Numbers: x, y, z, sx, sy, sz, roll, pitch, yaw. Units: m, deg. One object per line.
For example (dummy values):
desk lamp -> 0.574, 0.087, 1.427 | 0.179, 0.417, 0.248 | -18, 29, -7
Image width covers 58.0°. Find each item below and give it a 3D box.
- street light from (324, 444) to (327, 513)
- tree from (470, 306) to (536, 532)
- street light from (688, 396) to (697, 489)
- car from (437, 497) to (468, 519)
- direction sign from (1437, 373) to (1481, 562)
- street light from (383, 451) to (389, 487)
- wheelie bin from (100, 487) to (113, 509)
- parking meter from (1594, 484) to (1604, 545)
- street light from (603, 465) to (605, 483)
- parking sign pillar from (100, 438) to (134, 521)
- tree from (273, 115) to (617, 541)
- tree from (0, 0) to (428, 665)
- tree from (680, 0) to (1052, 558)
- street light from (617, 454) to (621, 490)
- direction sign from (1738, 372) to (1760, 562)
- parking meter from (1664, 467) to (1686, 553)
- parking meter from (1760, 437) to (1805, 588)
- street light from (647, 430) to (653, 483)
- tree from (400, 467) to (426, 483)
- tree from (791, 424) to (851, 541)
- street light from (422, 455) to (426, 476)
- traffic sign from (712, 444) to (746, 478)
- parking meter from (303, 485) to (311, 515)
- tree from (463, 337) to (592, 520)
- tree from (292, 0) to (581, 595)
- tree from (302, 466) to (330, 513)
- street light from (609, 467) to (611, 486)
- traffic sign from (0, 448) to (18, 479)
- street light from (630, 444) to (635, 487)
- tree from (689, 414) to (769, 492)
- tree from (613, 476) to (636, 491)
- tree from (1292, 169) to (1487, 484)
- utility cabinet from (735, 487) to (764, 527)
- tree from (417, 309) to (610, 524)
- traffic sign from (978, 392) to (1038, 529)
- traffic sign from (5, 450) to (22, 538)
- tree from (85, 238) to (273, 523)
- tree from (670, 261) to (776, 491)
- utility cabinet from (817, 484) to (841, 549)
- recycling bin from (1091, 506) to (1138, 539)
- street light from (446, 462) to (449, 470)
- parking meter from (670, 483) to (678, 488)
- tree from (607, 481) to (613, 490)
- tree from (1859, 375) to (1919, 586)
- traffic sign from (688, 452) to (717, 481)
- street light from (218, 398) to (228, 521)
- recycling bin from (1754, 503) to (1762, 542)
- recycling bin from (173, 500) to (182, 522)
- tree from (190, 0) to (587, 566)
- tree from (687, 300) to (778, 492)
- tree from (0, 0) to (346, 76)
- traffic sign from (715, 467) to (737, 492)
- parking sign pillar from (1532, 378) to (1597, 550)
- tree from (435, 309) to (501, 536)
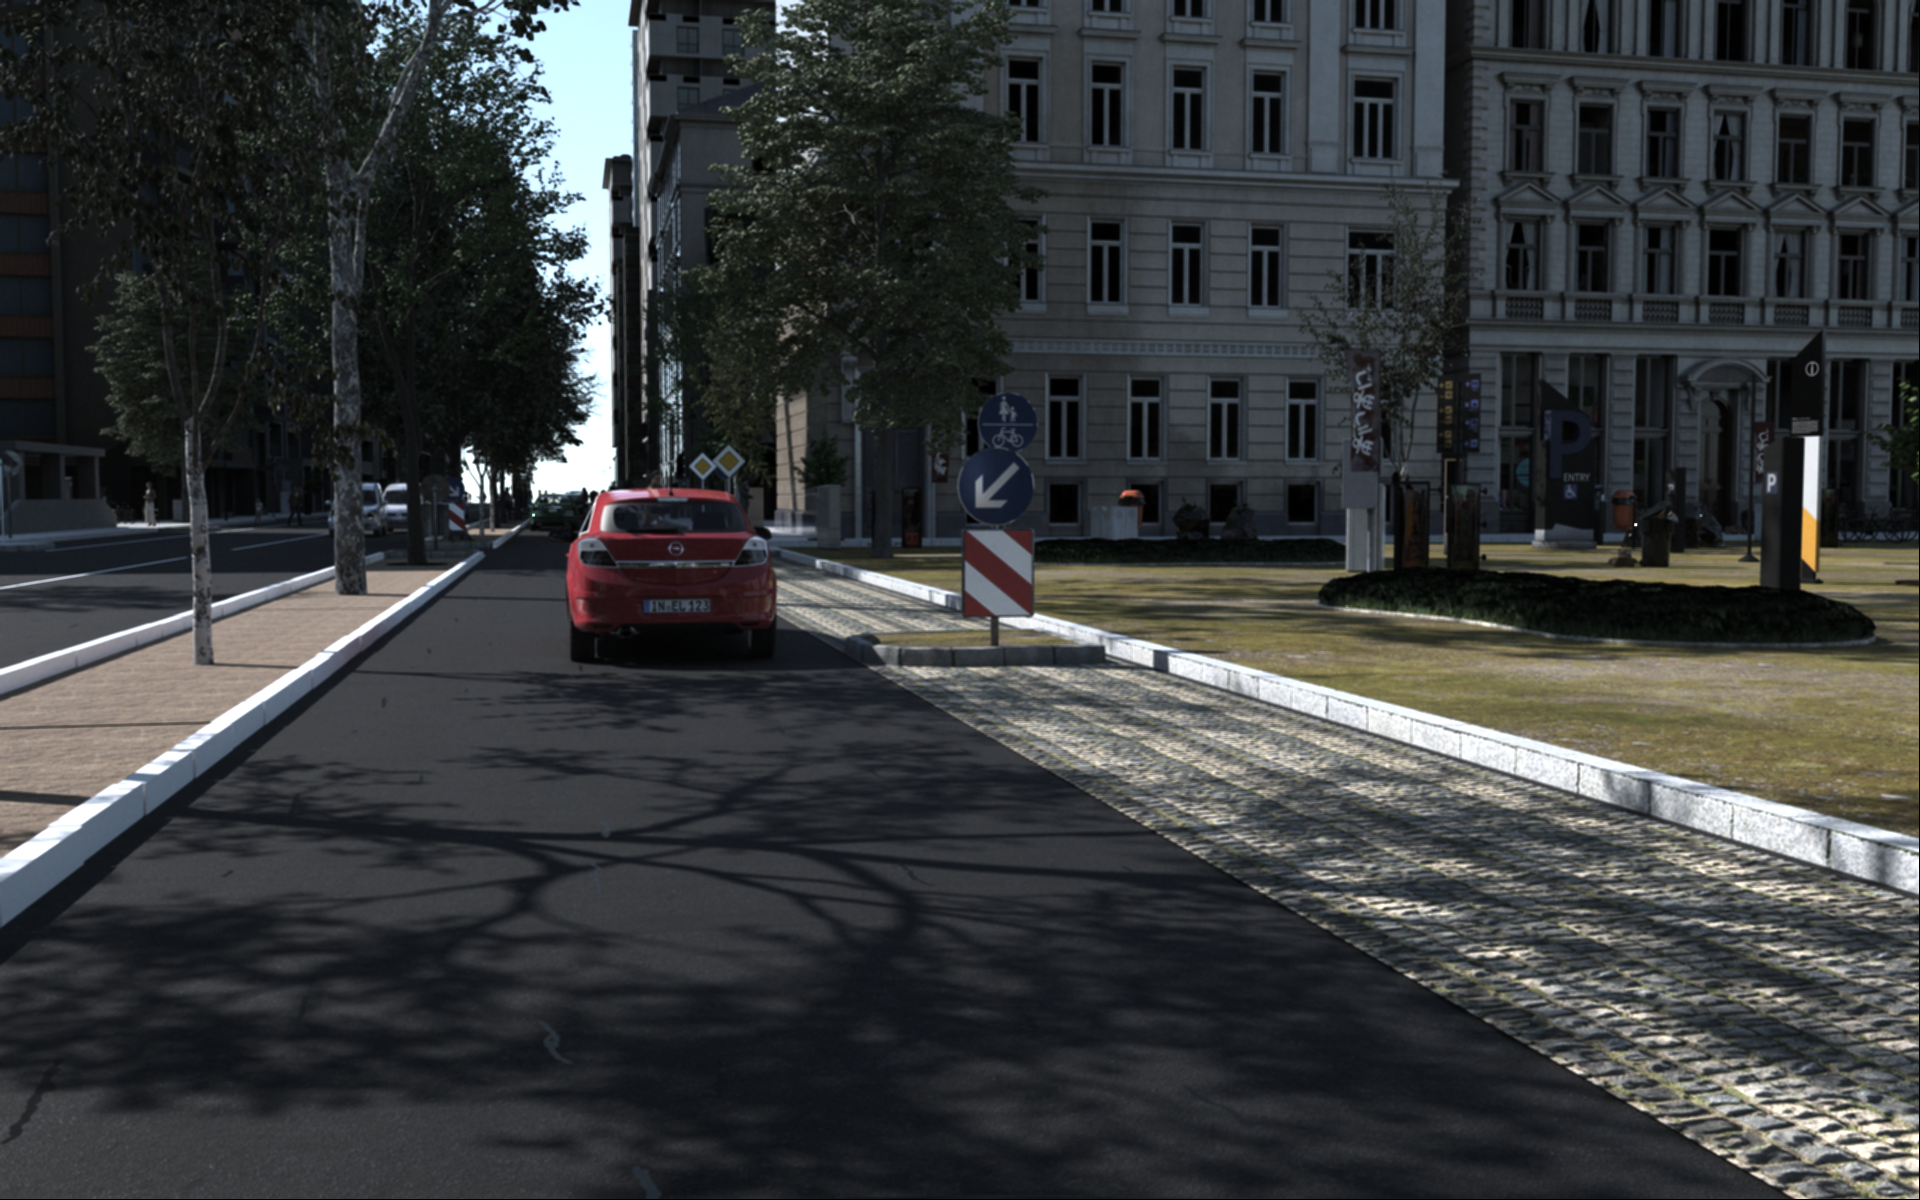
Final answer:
street light -> -43.517, -8.919, 118.610 | 0.468, 5.910, 1.993 | -1, 4, -13
tree -> -17.628, -6.865, 65.063 | 4.360, 8.622, 3.978 | 0, 3, 0
street light -> -12.581, -6.641, 81.364 | 0.468, 5.910, 1.993 | -1, 4, -13
car -> -29.399, -5.532, 100.032 | 1.945, 1.707, 3.694 | -1, 4, -11
direction sign -> 9.433, -2.497, 32.830 | 0.876, 3.537, 0.379 | 3, 5, 45
street light -> -52.550, -11.365, 158.599 | 0.468, 5.910, 1.993 | -1, 4, -13
wheelie bin -> -56.562, -6.487, 113.964 | 0.980, 1.594, 0.693 | 1, 4, 12
parking meter -> 16.072, -2.163, 43.772 | 0.372, 1.533, 0.369 | 0, 3, 0
street light -> -57.015, -18.616, 277.165 | 0.468, 5.910, 1.993 | -1, 4, -13
parking sign pillar -> -40.415, -5.778, 82.950 | 1.447, 3.967, 1.447 | -1, 4, -13
tree -> -15.162, -8.093, 51.792 | 9.611, 12.733, 9.660 | 0, 3, 0
tree -> -6.265, -3.742, 14.010 | 4.360, 8.622, 3.978 | 0, 3, 0
tree -> -1.766, -7.161, 35.208 | 7.486, 12.596, 7.792 | 0, 3, 0
street light -> -38.564, -13.645, 195.883 | 0.468, 5.910, 1.993 | -1, 4, -13
direction sign -> 14.948, -2.490, 32.709 | 0.379, 3.537, 0.876 | 2, 4, 26
parking meter -> 15.707, -1.979, 38.063 | 0.255, 1.863, 0.399 | -1, 4, -21
parking meter -> 8.510, -0.748, 17.946 | 0.255, 1.863, 0.399 | 0, 4, -4
street light -> -21.712, -9.095, 121.495 | 0.468, 5.910, 1.993 | -1, 4, -13
tree -> -60.427, -12.687, 191.149 | 4.285, 4.588, 4.351 | 0, 3, 0
tree -> -3.859, -3.263, 47.952 | 1.663, 3.219, 1.824 | 0, 3, 0
street light -> -61.864, -13.879, 199.713 | 0.468, 5.910, 1.993 | -1, 4, -13
traffic sign -> -5.355, -2.334, 40.345 | 0.795, 2.593, 0.064 | -1, 4, -13
parking meter -> -40.256, -6.184, 106.814 | 0.399, 1.863, 0.255 | 1, 4, 17
tree -> -23.903, -10.588, 93.703 | 7.486, 12.596, 7.792 | 0, 3, 0
tree -> -7.273, -10.096, 23.415 | 12.611, 20.169, 13.585 | 0, 3, 0
tree -> -43.426, -7.452, 116.443 | 1.663, 3.219, 1.824 | 0, 3, 0
street light -> -47.837, -16.154, 236.904 | 0.468, 5.910, 1.993 | -1, 4, -13
traffic sign -> -24.480, -2.571, 44.234 | 0.795, 2.593, 0.064 | -1, 4, -13
street light -> -29.409, -11.169, 155.405 | 0.468, 5.910, 1.993 | -1, 4, -13
tree -> -9.343, -5.303, 70.417 | 4.285, 4.588, 4.351 | 0, 3, 0
tree -> -32.374, -10.630, 168.401 | 1.663, 3.219, 1.824 | 0, 3, 0
tree -> 10.066, -5.469, 39.779 | 4.360, 8.622, 3.978 | 0, 3, 0
utility cabinet -> -6.963, -2.968, 57.206 | 0.318, 1.500, 1.173 | 2, 4, 31
tree -> -22.272, -10.467, 83.965 | 12.009, 13.543, 11.850 | 0, 3, 0
traffic sign -> 0.590, -1.325, 21.767 | 0.768, 2.556, 0.104 | -1, 4, -10
traffic sign -> -27.610, -3.068, 50.276 | 0.768, 2.556, 0.104 | 0, 4, -4
tree -> -34.448, -9.703, 76.769 | 7.486, 12.596, 7.792 | 0, 3, 0
tree -> -10.656, -9.226, 76.599 | 9.928, 11.665, 9.643 | 0, 3, 0
utility cabinet -> -3.070, -1.941, 40.419 | 0.318, 1.500, 1.173 | -1, 4, -17
recycling bin -> 3.177, -1.415, 35.685 | 0.722, 1.027, 0.722 | -2, 4, -35
street light -> -70.892, -16.309, 239.446 | 0.468, 5.910, 1.993 | -1, 4, -13
parking meter -> -14.929, -5.178, 90.376 | 0.399, 1.863, 0.255 | 2, 4, 29
tree -> -44.487, -13.928, 222.316 | 1.663, 3.219, 1.824 | 0, 3, 0
tree -> 13.791, -1.808, 24.165 | 1.663, 3.219, 1.824 | 0, 3, 0
traffic sign -> -7.120, -2.810, 48.133 | 0.795, 2.593, 0.064 | -1, 4, -13
street light -> -35.533, -6.783, 83.693 | 0.468, 5.910, 1.993 | -1, 4, -13
recycling bin -> 21.922, -2.085, 46.642 | 0.722, 1.027, 0.722 | -1, 4, -22
recycling bin -> -35.627, -4.096, 79.528 | 0.722, 1.027, 0.722 | 3, 4, 36
tree -> -11.020, -6.499, 34.464 | 9.928, 11.665, 9.643 | 0, 3, 0
tree -> -8.367, -7.021, 65.155 | 4.737, 8.622, 4.395 | 0, 3, 0
tree -> -5.480, -4.345, 7.905 | 8.767, 10.594, 7.601 | -1, 4, -13
traffic sign -> -8.154, -3.687, 60.396 | 0.768, 2.556, 0.104 | -1, 4, -9
parking sign pillar -> 14.150, -3.179, 40.452 | 1.447, 3.967, 1.447 | -1, 4, -14
tree -> -16.408, -6.499, 59.079 | 4.737, 8.622, 4.395 | 0, 3, 0
